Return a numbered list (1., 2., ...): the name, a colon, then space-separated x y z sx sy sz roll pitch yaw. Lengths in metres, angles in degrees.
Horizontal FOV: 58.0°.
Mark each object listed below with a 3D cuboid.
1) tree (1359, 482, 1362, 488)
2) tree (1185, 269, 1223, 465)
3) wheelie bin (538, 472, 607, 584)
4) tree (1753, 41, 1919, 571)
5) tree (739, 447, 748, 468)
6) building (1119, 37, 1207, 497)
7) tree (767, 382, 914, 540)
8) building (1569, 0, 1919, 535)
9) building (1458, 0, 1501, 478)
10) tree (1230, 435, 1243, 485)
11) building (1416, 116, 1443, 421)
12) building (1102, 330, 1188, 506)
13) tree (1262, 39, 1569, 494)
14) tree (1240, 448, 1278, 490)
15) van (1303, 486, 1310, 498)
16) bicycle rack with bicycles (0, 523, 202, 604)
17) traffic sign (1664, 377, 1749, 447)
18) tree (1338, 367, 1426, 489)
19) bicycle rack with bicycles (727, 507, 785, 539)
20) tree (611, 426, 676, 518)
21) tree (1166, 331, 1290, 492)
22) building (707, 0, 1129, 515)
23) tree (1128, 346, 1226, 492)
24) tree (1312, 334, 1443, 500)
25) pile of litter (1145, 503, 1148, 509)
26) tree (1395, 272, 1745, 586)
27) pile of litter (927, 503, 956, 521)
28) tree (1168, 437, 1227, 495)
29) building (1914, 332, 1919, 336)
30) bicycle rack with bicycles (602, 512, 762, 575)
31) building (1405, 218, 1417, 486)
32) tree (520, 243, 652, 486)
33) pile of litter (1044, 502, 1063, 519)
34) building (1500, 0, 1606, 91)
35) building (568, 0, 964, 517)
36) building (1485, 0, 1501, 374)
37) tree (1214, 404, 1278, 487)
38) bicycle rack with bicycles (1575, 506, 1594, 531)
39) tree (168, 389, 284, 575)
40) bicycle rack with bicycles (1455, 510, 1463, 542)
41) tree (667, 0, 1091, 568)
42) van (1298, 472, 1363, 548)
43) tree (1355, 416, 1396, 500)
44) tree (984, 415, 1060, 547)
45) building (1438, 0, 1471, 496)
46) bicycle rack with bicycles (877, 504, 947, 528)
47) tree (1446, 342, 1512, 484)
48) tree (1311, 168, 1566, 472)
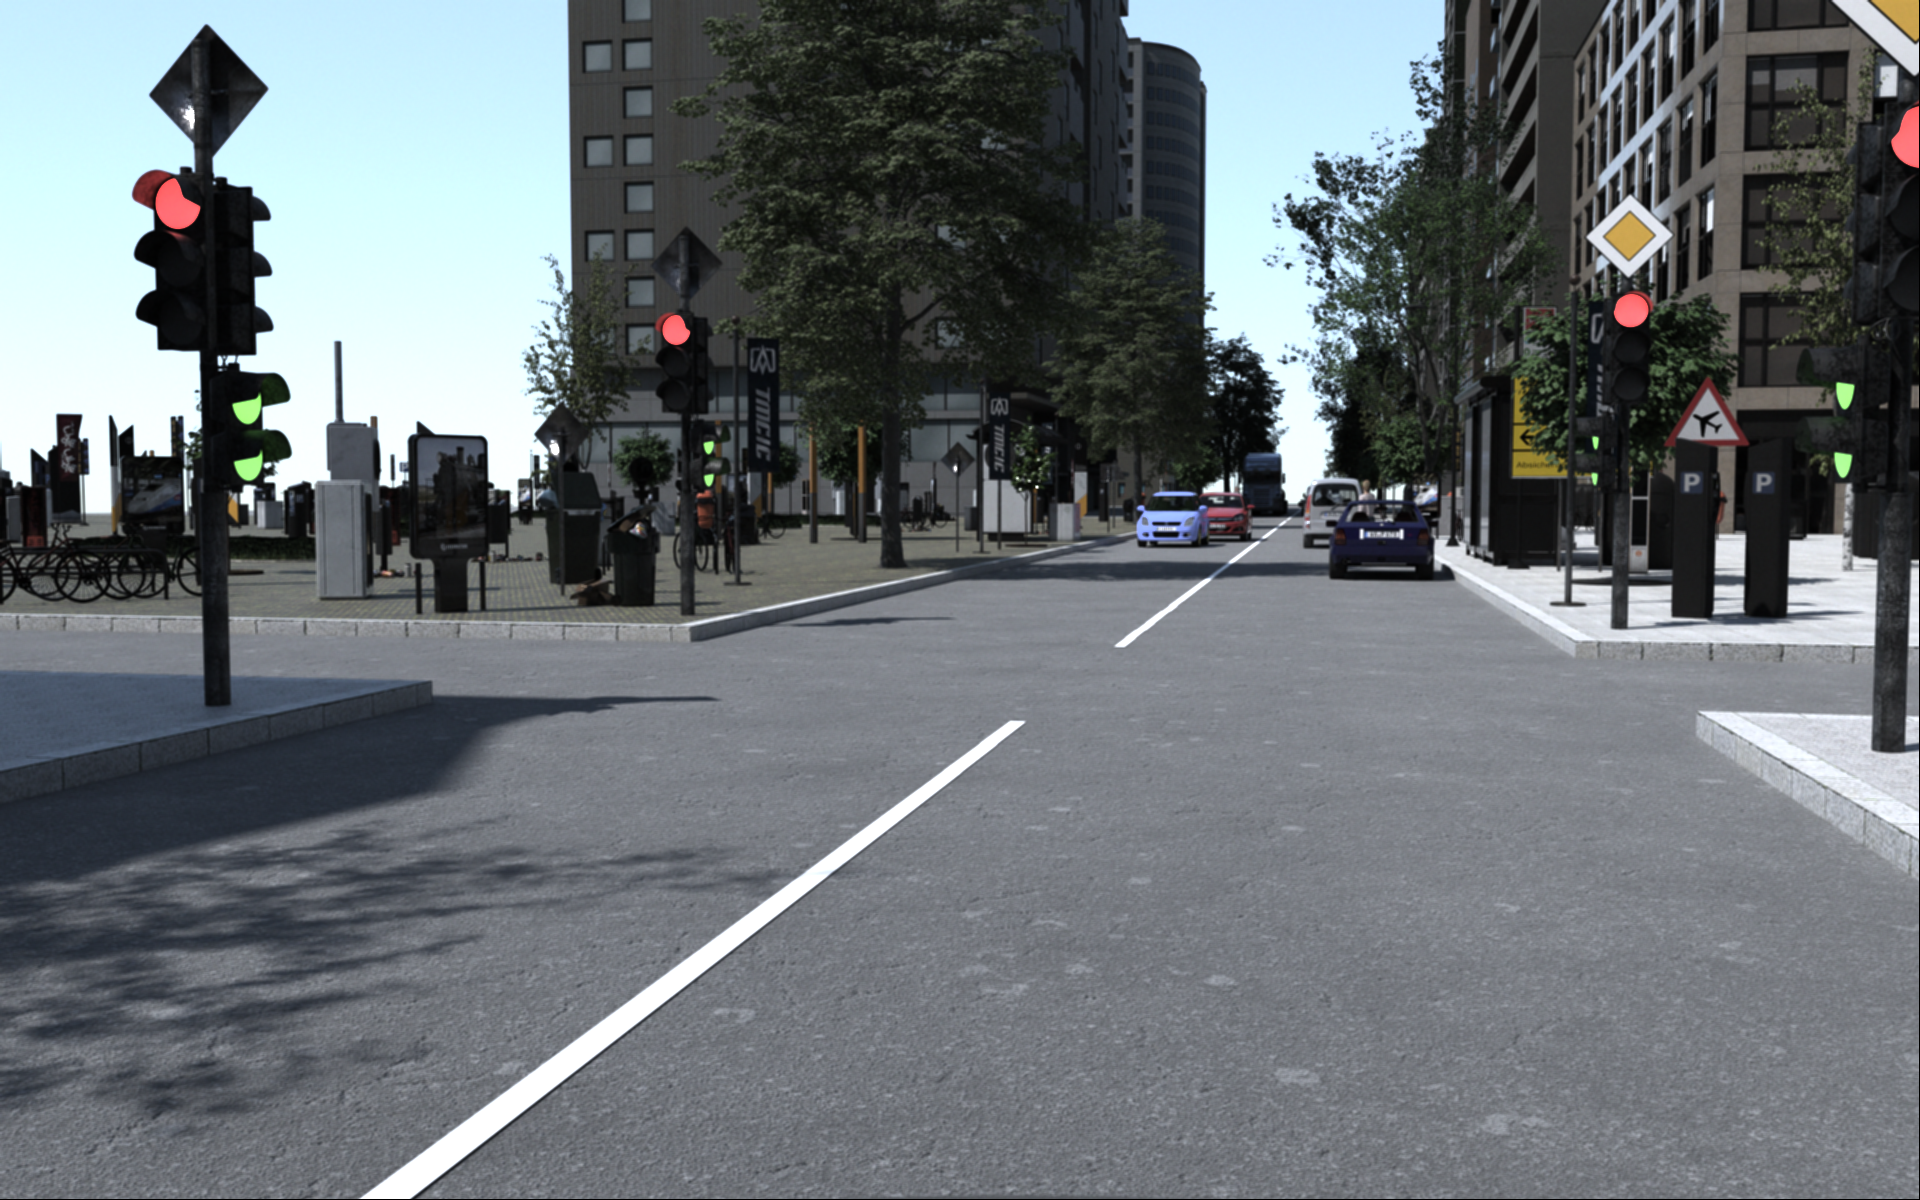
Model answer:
1. tree: 40.207 -11.039 175.085 1.663 3.219 1.824 0 3 0
2. tree: 6.942 -9.373 71.376 7.486 12.596 7.792 0 3 0
3. wheelie bin: -5.582 -1.035 24.833 0.980 1.594 0.693 -2 4 -35
4. tree: 15.046 -4.791 28.701 4.737 8.622 4.395 0 3 0
5. tree: -9.904 -6.554 90.874 4.285 4.588 4.351 0 3 0
6. building: 20.524 -41.868 226.545 21.231 58.520 28.212 1 4 12
7. tree: -3.021 -3.975 48.699 4.285 4.588 4.351 0 3 0
8. building: 36.909 -16.198 69.357 19.350 26.468 34.151 1 4 12
9. building: 49.991 -30.322 145.868 14.600 45.320 14.200 1 4 12
10. tree: 30.174 -14.270 183.675 4.737 8.622 4.395 0 3 0
11. building: 68.608 -36.261 216.563 21.300 48.544 21.600 1 4 12
12. building: 11.557 -21.736 200.426 27.650 21.520 28.899 1 4 12
13. tree: 19.574 -13.416 75.237 12.611 20.169 13.585 0 3 0
14. tree: 34.415 -15.472 203.334 4.360 8.622 3.978 0 3 0
15. van: 28.466 -8.160 137.803 2.240 2.365 5.245 1 4 10
16. bicycle rack with bicycles: -10.625 -0.483 21.287 2.925 0.926 2.852 -2 4 -28
17. traffic sign: 8.299 -1.181 19.306 0.884 2.594 0.081 1 4 14
18. tree: 24.903 -9.183 100.506 4.737 8.622 4.395 0 3 0
19. bicycle rack with bicycles: -6.504 -2.247 50.121 2.925 0.926 2.852 -1 4 -18
20. tree: -15.206 -6.104 83.520 4.285 4.588 4.351 0 3 0
21. tree: 20.672 -13.930 134.413 9.857 13.997 8.962 0 3 0
22. building: -1.316 -33.497 136.914 28.713 52.752 27.495 1 4 12
23. tree: 10.283 -8.372 87.242 4.360 8.622 3.978 0 3 0
24. tree: 30.203 -12.680 124.320 9.611 12.733 9.660 0 3 0
25. pile of litter: 9.070 -4.429 86.381 1.176 0.858 1.719 1 4 20
26. tree: 9.399 -2.506 24.694 4.285 4.588 4.351 0 3 0
27. pile of litter: -0.937 -4.196 82.566 1.719 0.858 1.176 2 4 32
28. tree: 13.499 -7.059 99.136 4.285 4.588 4.351 0 3 0
29. building: 40.789 -15.238 25.555 44.131 29.872 17.030 1 4 12
30. bicycle rack with bicycles: -4.779 -0.923 28.471 2.852 0.926 2.925 0 4 -8
31. building: 67.851 -33.733 235.136 14.154 41.232 14.086 1 4 12
32. tree: -11.195 -6.179 51.384 4.737 8.622 4.395 0 3 0
33. pile of litter: 5.179 -4.573 88.741 1.719 0.858 1.176 2 4 32
34. building: 42.560 -28.994 97.758 21.300 48.544 21.600 1 4 12
35. building: -6.904 -31.853 110.043 28.713 52.752 27.495 1 4 12
36. building: 49.742 -30.775 122.787 23.786 49.044 30.456 1 4 12
37. tree: 27.254 -14.287 168.008 7.601 10.594 8.767 0 4 1
38. bicycle rack with bicycles: 22.348 -2.862 60.183 2.925 0.926 2.852 -3 5 -39
39. tree: -11.641 -2.014 27.535 1.663 3.219 1.824 0 3 0
40. bicycle rack with bicycles: 14.357 -2.009 46.228 2.852 0.926 2.925 1 4 12
41. tree: -1.023 -6.811 29.494 7.486 12.596 7.792 0 3 0
42. van: 10.187 -2.448 47.036 2.013 2.044 4.112 1 4 12
43. tree: 16.787 -4.921 64.177 4.285 4.588 4.351 0 3 0
44. tree: 1.695 -2.905 42.101 1.663 3.219 1.824 0 3 0
45. building: 63.298 -46.312 195.458 20.563 71.187 20.611 1 4 12
46. bicycle rack with bicycles: -1.922 -3.219 66.017 2.925 0.926 2.852 -1 4 -13
47. tree: 25.885 -8.206 84.530 4.737 8.622 4.395 0 3 0
48. tree: 14.868 -7.861 54.283 9.928 11.665 9.643 0 3 0
